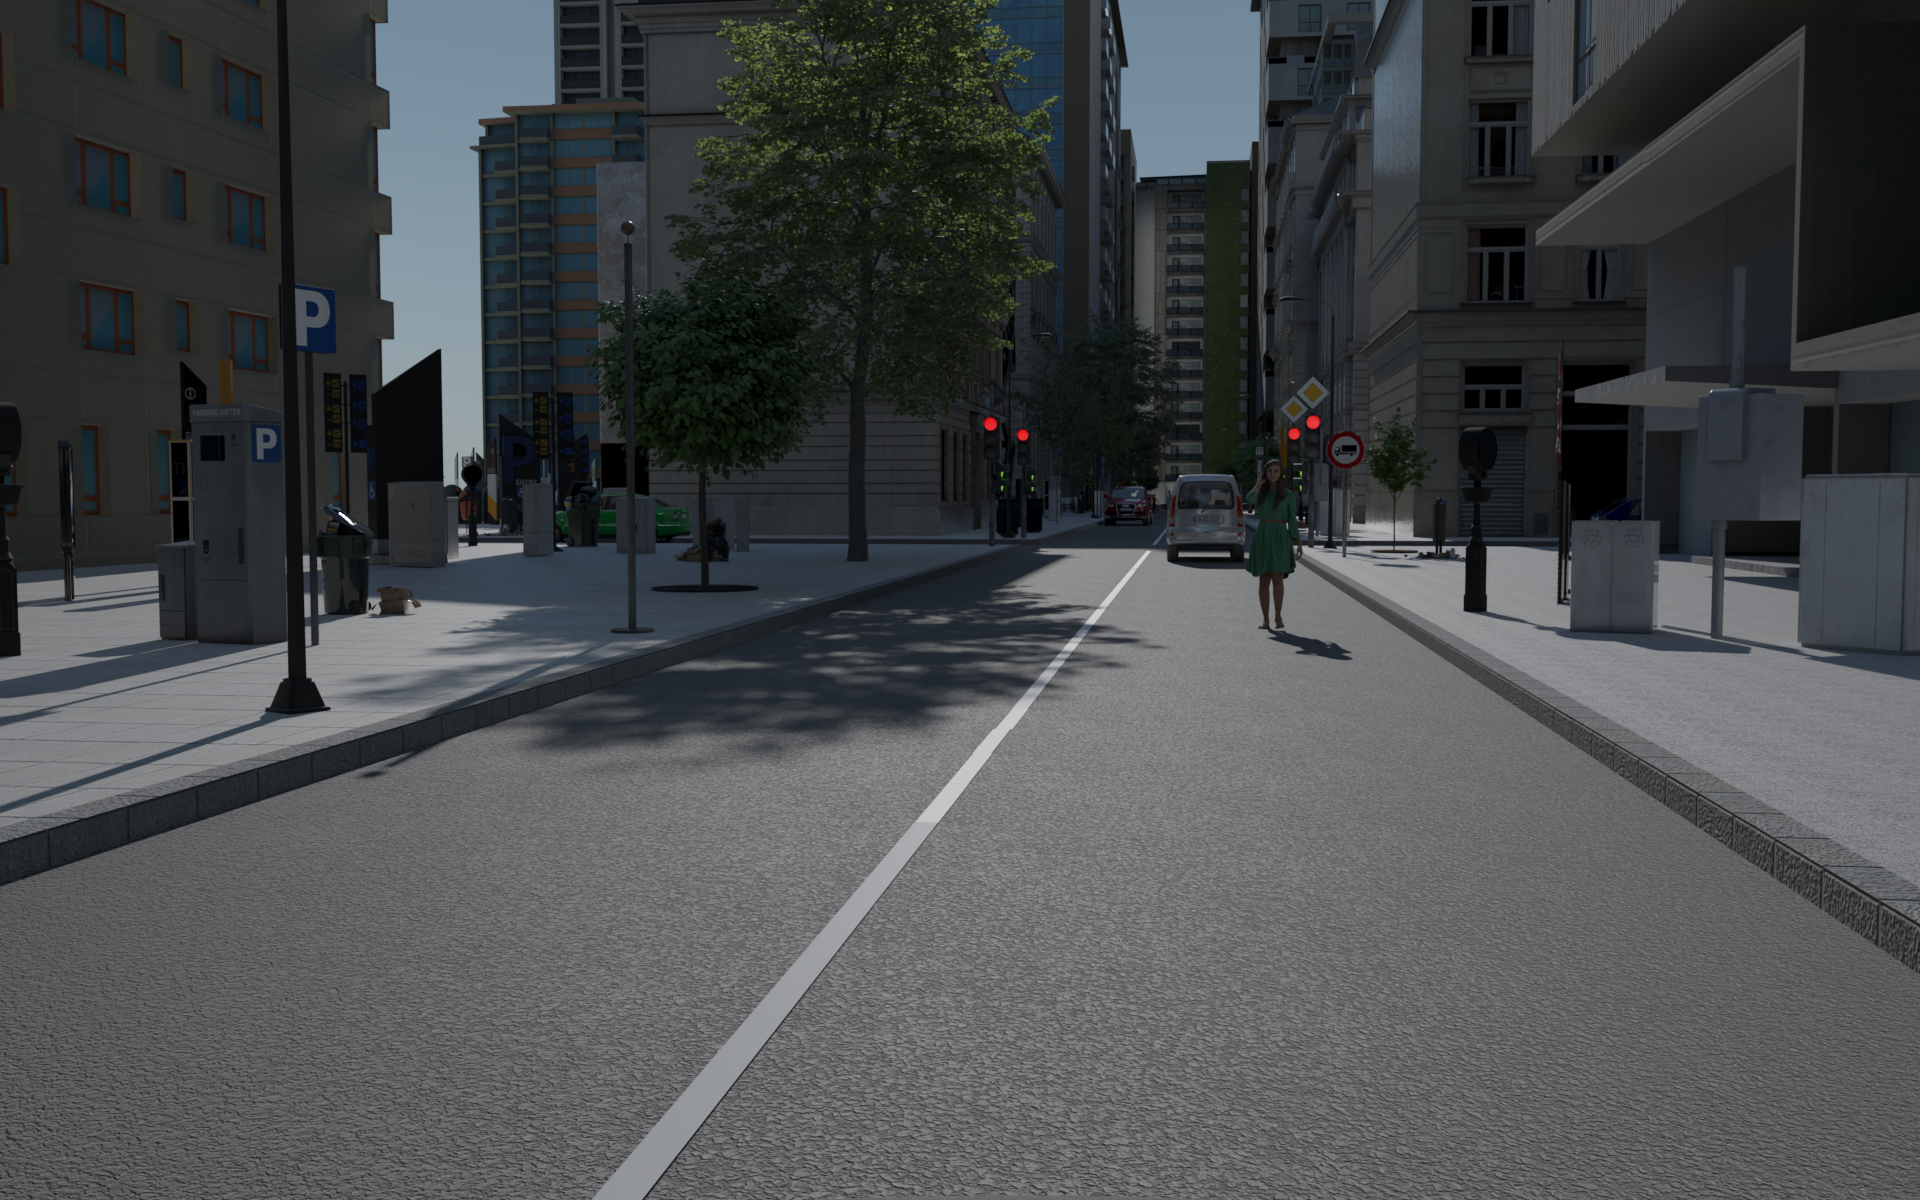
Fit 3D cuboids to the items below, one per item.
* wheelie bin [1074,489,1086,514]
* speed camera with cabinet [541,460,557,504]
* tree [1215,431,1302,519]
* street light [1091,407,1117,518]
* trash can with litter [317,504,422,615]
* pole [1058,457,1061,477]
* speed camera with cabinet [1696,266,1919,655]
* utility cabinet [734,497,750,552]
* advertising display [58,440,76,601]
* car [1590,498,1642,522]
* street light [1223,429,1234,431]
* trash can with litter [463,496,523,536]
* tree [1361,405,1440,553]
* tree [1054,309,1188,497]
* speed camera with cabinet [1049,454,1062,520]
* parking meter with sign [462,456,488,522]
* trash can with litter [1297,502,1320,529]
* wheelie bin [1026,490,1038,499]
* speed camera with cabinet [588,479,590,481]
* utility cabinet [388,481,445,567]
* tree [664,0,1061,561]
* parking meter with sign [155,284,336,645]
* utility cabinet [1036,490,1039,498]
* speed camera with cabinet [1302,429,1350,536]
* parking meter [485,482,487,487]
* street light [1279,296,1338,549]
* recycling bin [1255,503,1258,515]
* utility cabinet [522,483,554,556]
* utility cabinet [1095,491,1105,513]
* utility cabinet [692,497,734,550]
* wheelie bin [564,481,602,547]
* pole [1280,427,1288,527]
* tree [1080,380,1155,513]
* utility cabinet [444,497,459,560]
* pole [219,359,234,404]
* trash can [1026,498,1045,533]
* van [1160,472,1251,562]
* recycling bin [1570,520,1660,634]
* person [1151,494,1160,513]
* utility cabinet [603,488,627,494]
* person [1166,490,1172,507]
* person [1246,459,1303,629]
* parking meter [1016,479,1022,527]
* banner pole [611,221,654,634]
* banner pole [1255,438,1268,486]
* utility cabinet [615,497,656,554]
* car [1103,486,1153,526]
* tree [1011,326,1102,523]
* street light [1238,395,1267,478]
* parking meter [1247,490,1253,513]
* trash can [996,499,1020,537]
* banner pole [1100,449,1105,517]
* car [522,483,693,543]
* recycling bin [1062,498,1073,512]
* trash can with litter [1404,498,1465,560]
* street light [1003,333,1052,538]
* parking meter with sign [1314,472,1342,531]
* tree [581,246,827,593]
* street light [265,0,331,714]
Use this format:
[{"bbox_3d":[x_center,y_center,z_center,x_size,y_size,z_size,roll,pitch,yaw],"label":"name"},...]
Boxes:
[{"bbox_3d":[7.891,-6.472,113.733,0.693,1.594,0.980,-1,4,-18],"label":"wheelie bin"},{"bbox_3d":[-23.659,-6.527,101.044,2.038,3.252,0.660,-3,4,-36],"label":"speed camera with cabinet"},{"bbox_3d":[16.248,-6.742,93.940,4.285,4.588,4.351,0,3,0],"label":"tree"},{"bbox_3d":[7.678,-7.332,92.411,1.470,5.913,1.316,0,4,8],"label":"street light"},{"bbox_3d":[-6.345,-0.441,18.603,1.055,1.170,0.624,0,4,-5],"label":"trash can with litter"},{"bbox_3d":[5.496,-6.236,95.795,0.158,3.312,0.155,0,3,0],"label":"pole"},{"bbox_3d":[7.267,-1.242,14.643,0.660,3.252,2.038,-2,4,-27],"label":"speed camera with cabinet"},{"bbox_3d":[-4.888,-1.704,39.029,0.306,1.237,1.020,0,4,-7],"label":"utility cabinet"},{"bbox_3d":[-10.880,-0.973,21.120,0.123,1.923,0.974,-2,4,-25],"label":"advertising display"},{"bbox_3d":[18.117,-1.926,44.070,3.894,1.354,1.945,1,4,9],"label":"car"},{"bbox_3d":[19.456,-9.250,123.785,1.470,5.913,1.316,0,4,8],"label":"street light"},{"bbox_3d":[-14.277,-2.583,53.282,2.233,1.210,1.678,-2,4,-35],"label":"trash can with litter"},{"bbox_3d":[9.638,-2.643,37.821,1.663,3.219,1.824,0,3,0],"label":"tree"},{"bbox_3d":[10.620,-13.034,119.763,9.857,13.997,8.962,0,3,0],"label":"tree"},{"bbox_3d":[4.675,-5.544,84.979,0.660,3.252,2.038,0,4,5],"label":"speed camera with cabinet"},{"bbox_3d":[-22.517,-5.175,80.871,0.543,3.016,1.738,1,4,17],"label":"parking meter with sign"},{"bbox_3d":[12.931,-3.241,64.373,1.055,1.170,0.624,-3,4,-36],"label":"trash can with litter"},{"bbox_3d":[3.047,-4.131,75.451,0.693,1.594,0.980,-1,4,-15],"label":"wheelie bin"},{"bbox_3d":[-23.012,-6.643,102.941,2.038,3.252,0.660,2,4,25],"label":"speed camera with cabinet"},{"bbox_3d":[-9.542,-1.327,30.368,1.173,1.500,0.318,2,4,35],"label":"utility cabinet"},{"bbox_3d":[-1.570,-7.007,32.694,7.486,12.596,7.792,0,3,0],"label":"tree"},{"bbox_3d":[-6.224,-1.144,14.959,1.738,3.016,0.543,2,4,25],"label":"parking meter with sign"},{"bbox_3d":[3.579,-4.941,89.466,0.318,1.500,1.173,3,5,40],"label":"utility cabinet"},{"bbox_3d":[11.246,-3.597,53.151,0.660,3.252,2.038,3,5,41],"label":"speed camera with cabinet"},{"bbox_3d":[-23.861,-4.962,86.841,0.255,1.863,0.399,-1,4,-16],"label":"parking meter"},{"bbox_3d":[8.206,-4.175,40.806,1.470,5.913,1.316,0,4,8],"label":"street light"},{"bbox_3d":[18.411,-5.672,105.298,0.722,1.027,0.722,3,5,43],"label":"recycling bin"},{"bbox_3d":[-8.778,-1.671,35.994,0.318,1.500,1.173,0,4,3],"label":"utility cabinet"},{"bbox_3d":[9.442,-6.581,116.283,0.318,1.500,1.173,-1,4,-22],"label":"utility cabinet"},{"bbox_3d":[-5.654,-1.746,39.714,0.306,1.237,1.020,3,5,44],"label":"utility cabinet"},{"bbox_3d":[-9.163,-2.102,42.275,0.693,1.594,0.980,2,4,35],"label":"wheelie bin"},{"bbox_3d":[9.781,-3.579,52.367,0.158,3.312,0.155,0,3,0],"label":"pole"},{"bbox_3d":[9.442,-9.839,111.237,4.737,8.622,4.395,0,3,0],"label":"tree"},{"bbox_3d":[-10.118,-1.401,34.064,0.306,1.237,1.020,0,4,-4],"label":"utility cabinet"},{"bbox_3d":[-11.128,-1.989,26.356,0.158,3.312,0.155,0,3,0],"label":"pole"},{"bbox_3d":[2.442,-2.807,57.545,0.748,1.137,0.748,0,3,0],"label":"trash can"},{"bbox_3d":[5.392,-1.900,38.083,2.013,2.044,4.112,0,4,8],"label":"van"},{"bbox_3d":[6.152,-0.227,16.265,0.722,1.027,0.722,2,4,26],"label":"recycling bin"},{"bbox_3d":[14.614,-7.235,130.045,0.557,1.426,1.065,-2,4,-34],"label":"person"},{"bbox_3d":[-12.229,-3.264,62.047,1.173,1.500,0.318,2,4,27],"label":"utility cabinet"},{"bbox_3d":[14.049,-6.533,116.311,0.522,1.701,0.512,-3,5,-45],"label":"person"},{"bbox_3d":[3.311,-0.584,18.297,0.600,1.795,0.529,0,4,5],"label":"person"},{"bbox_3d":[2.346,-3.724,66.594,0.255,1.863,0.399,3,5,42],"label":"parking meter"},{"bbox_3d":[-3.087,-1.603,16.227,0.401,3.779,0.863,-1,4,-10],"label":"banner pole"},{"bbox_3d":[13.389,-5.302,76.711,0.863,3.779,0.401,-2,4,-25],"label":"banner pole"},{"bbox_3d":[-7.030,-1.612,37.519,1.020,1.237,0.306,3,5,41],"label":"utility cabinet"},{"bbox_3d":[7.818,-4.363,80.012,2.281,1.827,5.304,1,4,9],"label":"car"},{"bbox_3d":[4.255,-7.631,75.132,4.360,8.622,3.978,0,3,0],"label":"tree"},{"bbox_3d":[13.823,-6.662,81.457,1.470,5.913,1.316,0,4,8],"label":"street light"},{"bbox_3d":[19.448,-6.740,115.909,0.399,1.863,0.255,1,4,9],"label":"parking meter"},{"bbox_3d":[1.453,-2.476,52.138,0.748,1.137,0.748,0,3,0],"label":"trash can"},{"bbox_3d":[7.916,-6.504,96.353,0.401,3.779,0.863,1,4,21],"label":"banner pole"},{"bbox_3d":[-9.886,-2.427,48.480,4.718,1.807,1.959,0,4,7],"label":"car"},{"bbox_3d":[7.747,-6.874,124.945,0.722,1.027,0.722,1,4,13],"label":"recycling bin"},{"bbox_3d":[9.844,-1.463,34.975,1.678,1.210,2.233,2,4,24],"label":"trash can with litter"},{"bbox_3d":[1.969,-4.749,50.192,1.470,5.913,1.316,0,4,8],"label":"street light"},{"bbox_3d":[13.113,-3.975,61.247,1.738,3.016,0.543,-3,4,-37],"label":"parking meter with sign"},{"bbox_3d":[-3.368,-2.414,23.188,4.285,4.588,4.351,0,3,0],"label":"tree"},{"bbox_3d":[-3.387,-2.291,10.003,1.470,5.913,1.316,0,4,8],"label":"street light"}]
